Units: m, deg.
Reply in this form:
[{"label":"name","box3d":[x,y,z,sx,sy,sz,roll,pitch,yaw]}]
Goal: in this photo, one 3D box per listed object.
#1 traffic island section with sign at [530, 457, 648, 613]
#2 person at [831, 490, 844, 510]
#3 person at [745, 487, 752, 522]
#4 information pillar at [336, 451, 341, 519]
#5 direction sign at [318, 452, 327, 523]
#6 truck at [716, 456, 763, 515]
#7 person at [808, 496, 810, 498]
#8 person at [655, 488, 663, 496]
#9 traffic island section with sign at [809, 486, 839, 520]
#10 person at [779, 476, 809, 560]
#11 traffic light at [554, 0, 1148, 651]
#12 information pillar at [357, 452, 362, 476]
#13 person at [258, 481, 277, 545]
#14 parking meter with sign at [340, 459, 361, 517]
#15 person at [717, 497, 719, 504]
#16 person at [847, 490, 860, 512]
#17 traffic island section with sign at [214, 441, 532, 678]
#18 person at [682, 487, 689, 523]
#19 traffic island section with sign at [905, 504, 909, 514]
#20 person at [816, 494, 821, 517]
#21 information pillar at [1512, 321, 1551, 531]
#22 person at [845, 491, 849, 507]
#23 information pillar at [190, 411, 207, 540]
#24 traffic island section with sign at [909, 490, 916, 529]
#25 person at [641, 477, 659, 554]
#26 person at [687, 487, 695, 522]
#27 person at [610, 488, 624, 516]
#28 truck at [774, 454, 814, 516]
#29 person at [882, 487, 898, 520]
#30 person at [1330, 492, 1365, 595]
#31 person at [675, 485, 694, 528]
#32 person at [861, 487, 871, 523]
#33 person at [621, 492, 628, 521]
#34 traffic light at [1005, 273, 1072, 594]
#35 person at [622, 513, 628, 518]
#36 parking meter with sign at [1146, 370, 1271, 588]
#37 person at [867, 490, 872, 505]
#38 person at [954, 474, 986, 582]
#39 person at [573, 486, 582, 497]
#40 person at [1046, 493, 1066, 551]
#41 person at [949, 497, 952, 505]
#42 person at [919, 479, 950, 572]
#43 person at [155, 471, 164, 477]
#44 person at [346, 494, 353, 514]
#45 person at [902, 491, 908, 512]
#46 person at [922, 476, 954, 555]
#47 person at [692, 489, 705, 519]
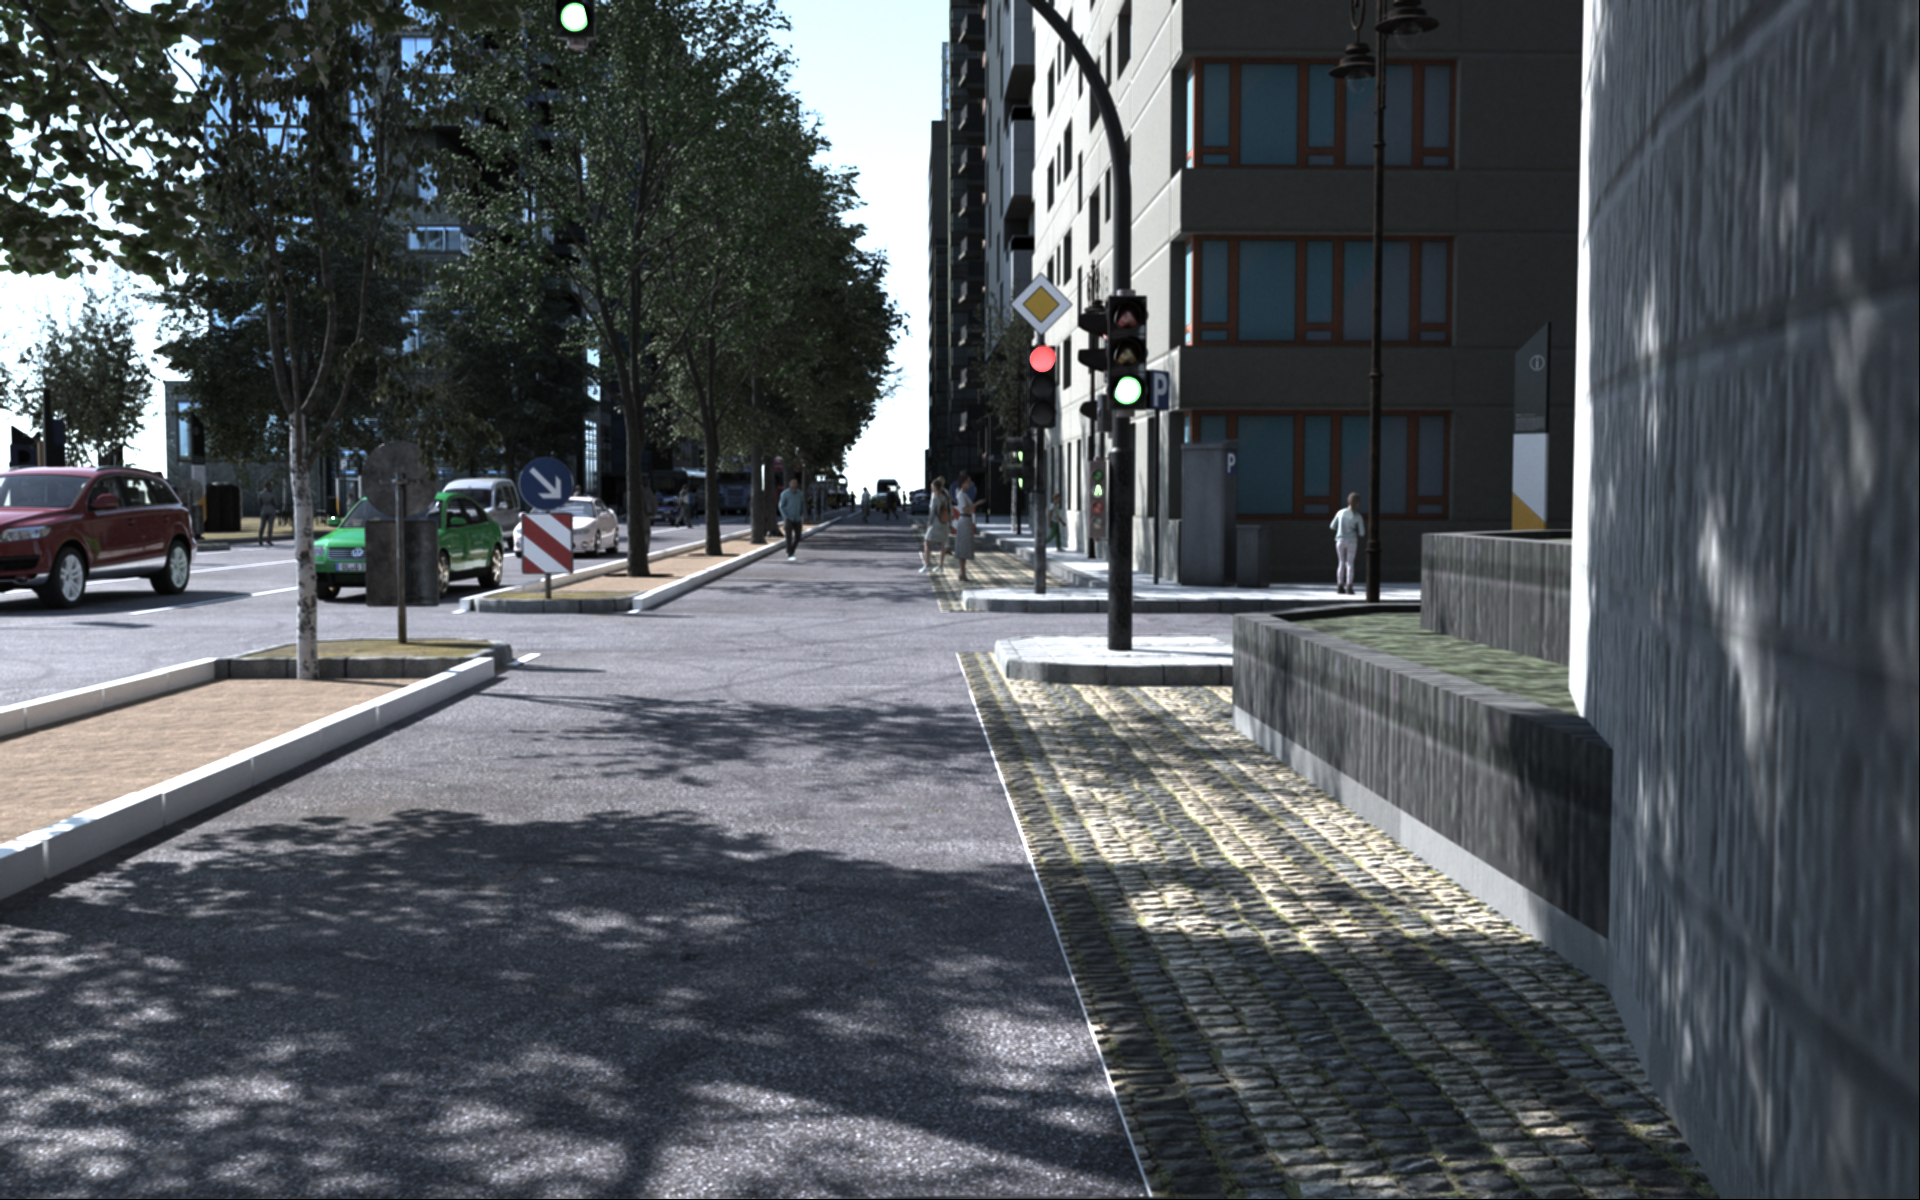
[{"label":"traffic island section with sign","box3d":[-5.051,-0.832,21.732,2.006,1.907,1.989,0,4,-2]},{"label":"person","box3d":[-11.163,-9.171,158.468,1.348,1.821,0.705,1,4,20]},{"label":"person","box3d":[-10.644,-4.853,88.124,0.520,1.790,0.573,-3,4,-38]},{"label":"information pillar","box3d":[-32.633,-6.084,90.823,0.183,3.616,0.504,-2,4,-27]},{"label":"direction sign","box3d":[-28.151,-5.160,76.355,0.379,3.537,0.876,-1,4,-15]},{"label":"truck","box3d":[-15.301,-8.274,125.039,2.967,4.110,18.799,0,4,-1]},{"label":"person","box3d":[-12.804,-8.177,143.135,0.756,1.711,0.436,0,4,-3]},{"label":"person","box3d":[-16.546,-5.280,95.179,0.601,1.785,0.444,-2,4,-35]},{"label":"traffic island section with sign","box3d":[-7.701,-5.424,96.824,2.006,1.907,1.989,0,4,-2]},{"label":"person","box3d":[-3.659,-1.788,37.755,0.660,1.820,0.620,-3,5,-42]},{"label":"traffic light","box3d":[-0.796,-2.404,13.975,4.771,5.953,1.251,0,4,-2]},{"label":"information pillar","box3d":[-33.108,-6.375,95.590,0.183,3.616,0.504,-3,5,-40]},{"label":"person","box3d":[-19.353,-2.425,48.424,0.520,1.790,0.573,-1,4,-19]},{"label":"parking meter with sign","box3d":[-30.598,-5.609,87.967,0.543,3.016,1.738,2,4,27]},{"label":"person","box3d":[-23.180,-9.407,165.543,0.421,1.427,0.697,2,4,24]},{"label":"person","box3d":[-8.434,-7.798,136.813,1.217,1.723,0.721,2,4,35]},{"label":"traffic island section with sign","box3d":[-4.800,-0.379,14.329,2.006,1.907,1.989,0,4,-2]},{"label":"person","box3d":[-13.994,-4.804,87.219,0.590,1.801,0.661,3,5,43]},{"label":"traffic island section with sign","box3d":[-2.781,-6.929,121.910,1.989,1.847,2.006,0,4,-2]},{"label":"person","box3d":[-8.086,-5.595,100.773,0.721,1.735,1.217,1,4,18]},{"label":"information pillar","box3d":[7.833,-1.980,23.734,0.504,3.616,0.183,3,5,43]},{"label":"person","box3d":[-12.356,-11.035,189.457,0.617,1.759,0.750,-1,4,-11]},{"label":"information pillar","box3d":[-21.572,-3.528,49.040,0.183,3.616,0.504,1,4,16]},{"label":"traffic island section with sign","box3d":[-0.991,-3.833,71.300,1.989,1.847,2.006,0,4,-2]},{"label":"person","box3d":[-7.221,-1.892,39.528,0.679,1.850,0.850,-1,4,-13]},{"label":"person","box3d":[-14.070,-4.967,90.055,0.444,1.785,0.601,-3,5,-44]},{"label":"person","box3d":[-22.149,-6.388,112.972,1.348,1.821,0.705,-1,4,-15]},{"label":"truck","box3d":[-11.515,-7.889,117.894,2.839,4.237,11.283,0,4,-1]},{"label":"person","box3d":[-3.835,-5.325,95.530,0.822,1.834,0.622,2,4,28]},{"label":"person","box3d":[4.956,-0.724,22.166,0.425,1.301,0.394,1,4,11]},{"label":"person","box3d":[-11.664,-3.952,73.216,0.850,1.850,0.679,0,4,8]},{"label":"person","box3d":[-4.749,-4.767,86.669,0.478,1.798,0.641,3,4,36]},{"label":"person","box3d":[-17.762,-5.151,92.814,0.767,1.812,0.694,3,5,43]},{"label":"traffic light","box3d":[1.011,-2.034,22.170,0.839,4.253,0.868,0,4,-2]},{"label":"person","box3d":[-13.741,-3.597,72.815,1.012,1.151,0.738,-3,5,-42]},{"label":"parking meter with sign","box3d":[3.467,-1.701,24.077,1.738,3.016,0.543,2,4,35]},{"label":"person","box3d":[-9.385,-10.270,176.494,0.705,1.814,1.350,3,5,43]},{"label":"person","box3d":[0.163,-1.161,28.059,0.524,1.755,0.480,0,4,2]},{"label":"person","box3d":[-15.389,-3.741,70.056,0.834,1.777,0.661,-3,5,-44]},{"label":"person","box3d":[2.098,-1.760,39.067,0.590,1.304,0.306,0,4,8]},{"label":"person","box3d":[-0.427,-3.702,73.294,0.640,1.303,0.475,-2,4,-29]},{"label":"person","box3d":[-0.416,-1.365,31.826,0.522,1.701,0.512,2,4,35]},{"label":"person","box3d":[-16.445,-1.703,35.712,0.648,1.900,0.474,2,4,30]},{"label":"person","box3d":[-24.450,-3.607,69.302,0.394,1.301,0.425,-2,4,-34]},{"label":"person","box3d":[-4.446,-8.048,140.901,0.721,1.723,1.217,-1,4,-14]},{"label":"person","box3d":[-0.490,-1.959,40.414,0.818,1.842,0.514,2,4,25]},{"label":"person","box3d":[-15.465,-5.628,101.233,1.217,1.736,0.721,1,4,13]}]
